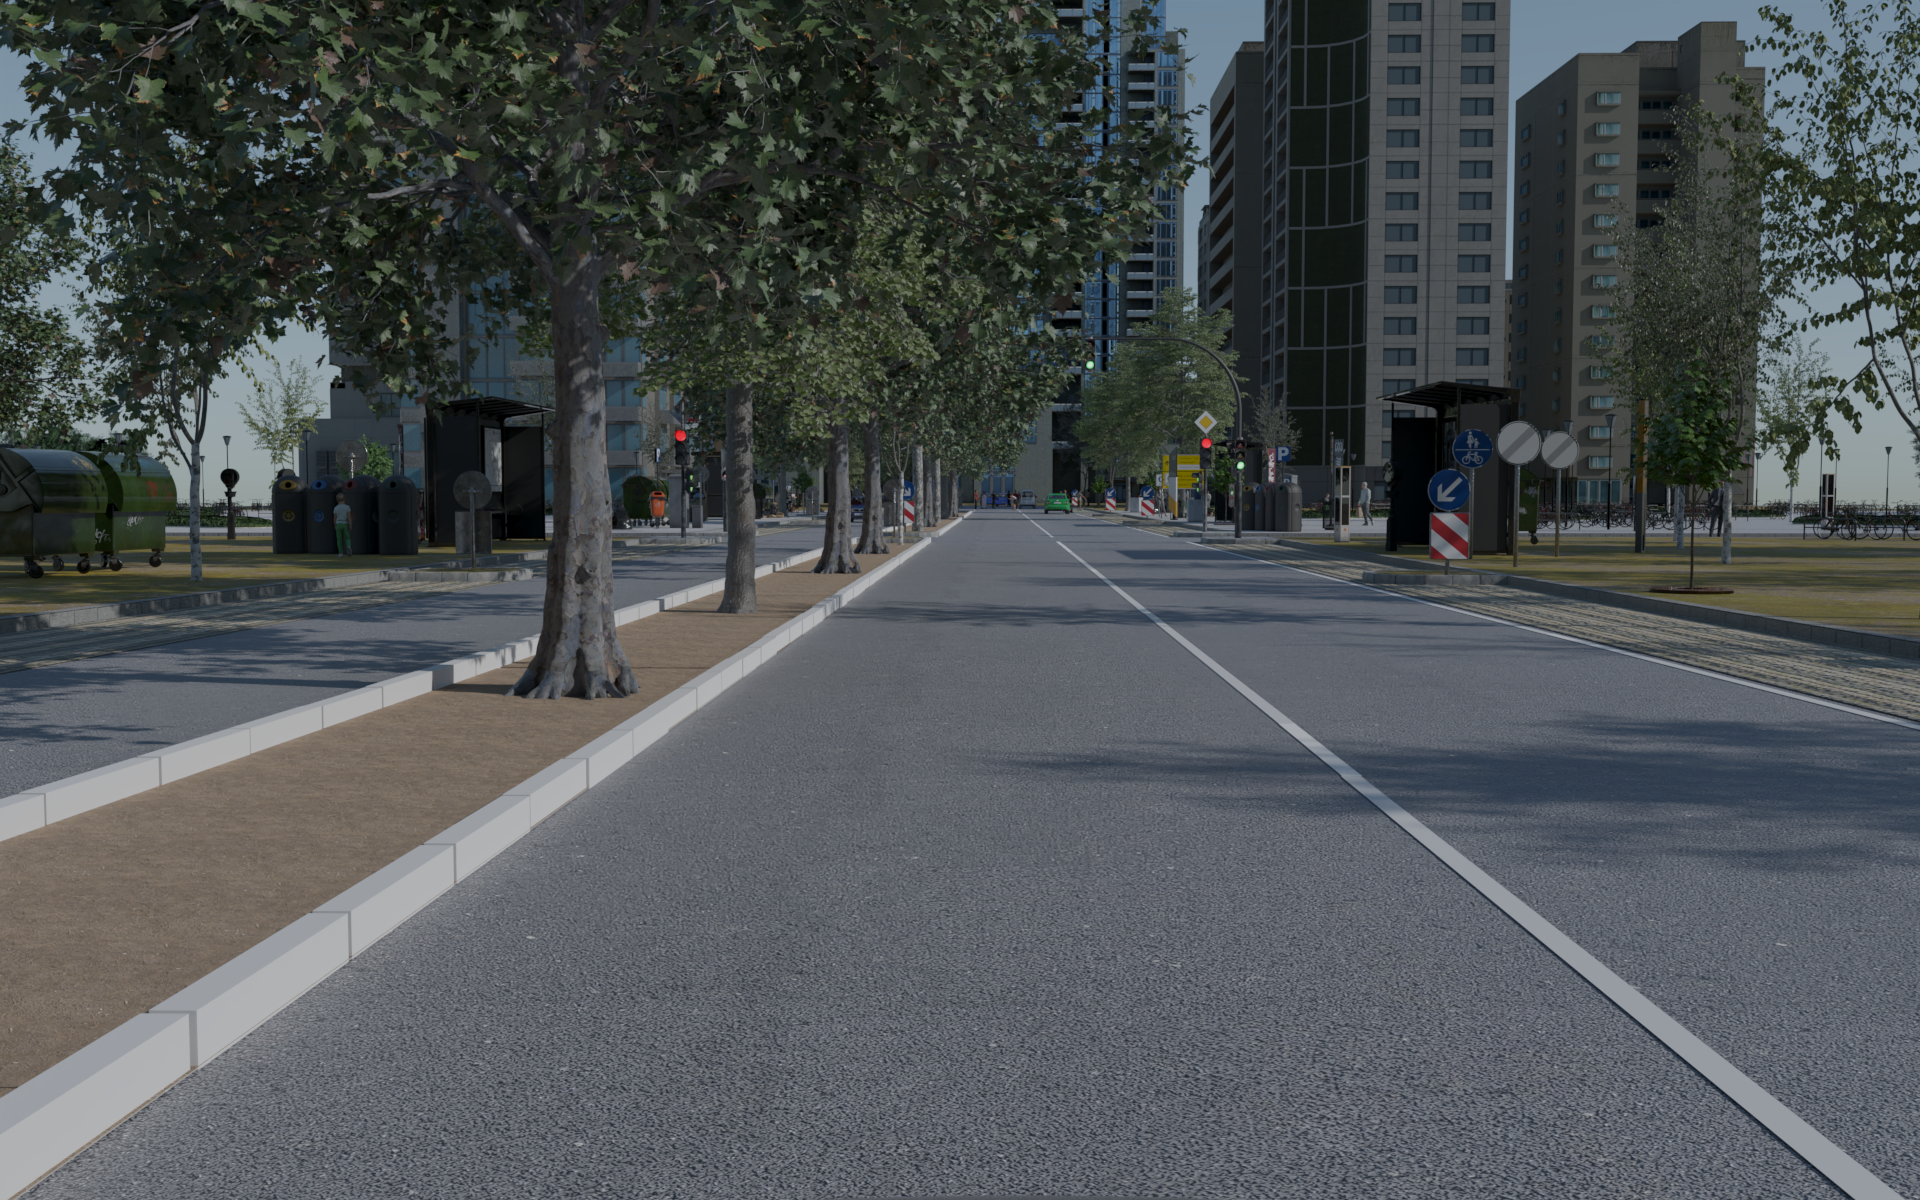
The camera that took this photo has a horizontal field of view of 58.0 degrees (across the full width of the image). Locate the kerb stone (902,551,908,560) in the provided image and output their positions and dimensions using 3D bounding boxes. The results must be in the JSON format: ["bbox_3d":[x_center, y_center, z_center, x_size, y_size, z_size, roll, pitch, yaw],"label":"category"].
[{"bbox_3d":[-1.248,-0.882,36.628,0.120,0.150,1.000,0,4,1],"label":"kerb stone"}]

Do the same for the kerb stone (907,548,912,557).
[{"bbox_3d":[-1.206,-1.009,38.688,0.120,0.150,1.000,0,4,1],"label":"kerb stone"}]

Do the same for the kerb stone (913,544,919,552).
[{"bbox_3d":[-1.134,-1.197,41.766,0.120,0.150,1.000,0,4,1],"label":"kerb stone"}]

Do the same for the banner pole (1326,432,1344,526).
[{"bbox_3d":[15.089,-4.869,69.624,0.401,3.779,0.863,-3,4,-38],"label":"banner pole"}]

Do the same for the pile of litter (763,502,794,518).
[{"bbox_3d":[-10.008,-4.865,93.507,1.719,0.858,1.176,0,4,3],"label":"pile of litter"}]

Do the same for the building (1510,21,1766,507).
[{"bbox_3d":[72.152,-34.227,183.308,21.600,48.544,21.300,0,4,1],"label":"building"}]

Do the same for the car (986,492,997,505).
[{"bbox_3d":[3.641,-11.973,205.352,1.945,1.707,3.694,0,4,2],"label":"car"}]

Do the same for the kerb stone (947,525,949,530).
[{"bbox_3d":[-0.589,-2.726,66.840,0.120,0.150,1.000,0,4,1],"label":"kerb stone"}]

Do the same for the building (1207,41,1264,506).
[{"bbox_3d":[38.183,-34.199,182.859,21.300,48.544,21.600,0,4,1],"label":"building"}]

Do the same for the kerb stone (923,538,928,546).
[{"bbox_3d":[-1.016,-1.510,46.886,0.120,0.150,1.000,0,4,1],"label":"kerb stone"}]

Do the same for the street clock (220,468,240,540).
[{"bbox_3d":[-20.548,-2.705,48.794,0.471,2.002,0.358,-1,4,-8],"label":"street clock"}]

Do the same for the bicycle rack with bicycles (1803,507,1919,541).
[{"bbox_3d":[25.060,-2.154,48.607,2.852,0.926,2.925,-1,4,-19],"label":"bicycle rack with bicycles"}]

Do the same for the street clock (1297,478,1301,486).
[{"bbox_3d":[14.855,-4.421,76.859,0.471,2.002,0.358,0,4,-5],"label":"street clock"}]

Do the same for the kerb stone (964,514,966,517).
[{"bbox_3d":[0.113,-4.674,98.617,0.120,0.150,1.000,0,4,1],"label":"kerb stone"}]

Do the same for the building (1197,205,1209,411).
[{"bbox_3d":[40.086,-33.836,236.811,14.086,41.232,14.154,0,4,1],"label":"building"}]

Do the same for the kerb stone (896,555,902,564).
[{"bbox_3d":[-1.298,-0.757,34.565,0.120,0.150,1.000,0,4,1],"label":"kerb stone"}]

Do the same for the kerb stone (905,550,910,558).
[{"bbox_3d":[-1.228,-0.943,37.650,0.120,0.150,1.000,0,4,1],"label":"kerb stone"}]

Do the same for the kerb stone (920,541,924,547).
[{"bbox_3d":[-1.067,-1.385,44.840,0.120,0.150,1.000,0,4,1],"label":"kerb stone"}]

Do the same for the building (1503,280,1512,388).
[{"bbox_3d":[76.002,-28.427,236.482,14.107,30.474,14.160,0,4,1],"label":"building"}]

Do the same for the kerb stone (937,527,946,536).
[{"bbox_3d":[-0.677,-2.477,62.733,0.120,0.150,1.000,0,4,1],"label":"kerb stone"}]

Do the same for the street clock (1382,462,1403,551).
[{"bbox_3d":[9.668,-2.091,38.765,0.358,2.002,0.471,-1,4,-18],"label":"street clock"}]

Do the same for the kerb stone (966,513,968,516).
[{"bbox_3d":[0.251,-5.050,104.754,0.120,0.150,1.000,0,4,1],"label":"kerb stone"}]

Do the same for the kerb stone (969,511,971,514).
[{"bbox_3d":[0.500,-5.739,116.021,0.120,0.150,1.000,0,4,1],"label":"kerb stone"}]

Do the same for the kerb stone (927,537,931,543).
[{"bbox_3d":[-0.981,-1.635,48.929,0.120,0.150,1.000,0,4,1],"label":"kerb stone"}]

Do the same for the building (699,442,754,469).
[{"bbox_3d":[-36.246,-35.991,238.569,14.200,45.320,14.600,0,4,1],"label":"building"}]

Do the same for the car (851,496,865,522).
[{"bbox_3d":[-4.947,-4.631,88.296,1.945,1.354,3.894,0,4,2],"label":"car"}]

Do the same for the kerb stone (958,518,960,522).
[{"bbox_3d":[-0.202,-3.797,84.273,0.120,0.150,1.000,0,4,1],"label":"kerb stone"}]

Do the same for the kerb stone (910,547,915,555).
[{"bbox_3d":[-1.177,-1.070,39.711,0.120,0.150,1.000,0,4,1],"label":"kerb stone"}]

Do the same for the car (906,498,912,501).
[{"bbox_3d":[-2.896,-6.987,123.038,1.959,1.807,4.718,0,4,-1],"label":"car"}]

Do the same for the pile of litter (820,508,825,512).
[{"bbox_3d":[-10.089,-6.649,122.679,1.176,0.858,1.719,1,4,21],"label":"pile of litter"}]

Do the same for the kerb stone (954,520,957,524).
[{"bbox_3d":[-0.330,-3.418,78.125,0.120,0.150,1.000,0,4,1],"label":"kerb stone"}]

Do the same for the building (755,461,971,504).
[{"bbox_3d":[-13.546,-56.728,240.181,31.000,86.520,22.319,0,4,1],"label":"building"}]

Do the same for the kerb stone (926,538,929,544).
[{"bbox_3d":[-1.001,-1.566,47.908,0.120,0.150,1.000,0,4,1],"label":"kerb stone"}]

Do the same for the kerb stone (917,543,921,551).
[{"bbox_3d":[-1.108,-1.260,42.795,0.120,0.150,1.000,0,4,1],"label":"kerb stone"}]

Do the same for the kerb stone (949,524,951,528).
[{"bbox_3d":[-0.537,-2.856,68.883,0.120,0.150,1.000,0,4,1],"label":"kerb stone"}]

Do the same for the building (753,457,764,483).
[{"bbox_3d":[-28.904,-25.549,189.427,14.107,30.474,14.160,0,4,1],"label":"building"}]

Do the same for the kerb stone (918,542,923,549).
[{"bbox_3d":[-1.086,-1.322,43.817,0.120,0.150,1.000,0,4,1],"label":"kerb stone"}]

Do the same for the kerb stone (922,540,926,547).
[{"bbox_3d":[-1.044,-1.447,45.864,0.120,0.150,1.000,0,4,1],"label":"kerb stone"}]

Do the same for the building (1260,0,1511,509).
[{"bbox_3d":[37.766,-44.211,161.106,20.563,71.187,20.611,0,4,1],"label":"building"}]

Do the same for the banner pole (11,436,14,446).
[{"bbox_3d":[-27.978,-3.743,51.214,0.401,3.779,0.863,-2,4,-30],"label":"banner pole"}]

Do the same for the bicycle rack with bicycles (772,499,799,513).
[{"bbox_3d":[-12.257,-6.350,117.211,2.852,0.926,2.925,-1,4,-15],"label":"bicycle rack with bicycles"}]

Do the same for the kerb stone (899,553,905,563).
[{"bbox_3d":[-1.264,-0.813,35.600,0.120,0.150,1.000,0,4,1],"label":"kerb stone"}]

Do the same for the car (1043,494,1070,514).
[{"bbox_3d":[6.987,-7.115,125.127,1.959,1.807,4.718,0,4,2],"label":"car"}]

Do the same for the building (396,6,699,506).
[{"bbox_3d":[-34.469,-32.413,149.567,23.786,49.044,30.456,0,4,1],"label":"building"}]

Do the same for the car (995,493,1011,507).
[{"bbox_3d":[5.009,-11.516,197.875,1.945,1.707,3.694,0,4,2],"label":"car"}]

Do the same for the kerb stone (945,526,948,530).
[{"bbox_3d":[-0.630,-2.604,64.786,0.120,0.150,1.000,0,4,1],"label":"kerb stone"}]

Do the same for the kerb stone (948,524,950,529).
[{"bbox_3d":[-0.561,-2.793,67.861,0.120,0.150,1.000,0,4,1],"label":"kerb stone"}]

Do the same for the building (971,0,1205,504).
[{"bbox_3d":[17.613,-56.740,240.363,31.000,86.520,22.319,0,4,1],"label":"building"}]

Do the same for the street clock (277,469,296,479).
[{"bbox_3d":[-19.166,-2.738,49.338,0.358,2.002,0.471,2,4,31],"label":"street clock"}]

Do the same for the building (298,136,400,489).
[{"bbox_3d":[-50.515,-36.211,181.294,27.495,52.752,28.713,0,4,1],"label":"building"}]

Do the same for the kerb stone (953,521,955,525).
[{"bbox_3d":[-0.398,-3.233,75.051,0.120,0.150,1.000,0,4,1],"label":"kerb stone"}]

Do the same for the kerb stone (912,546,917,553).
[{"bbox_3d":[-1.158,-1.129,40.741,0.120,0.150,1.000,0,4,1],"label":"kerb stone"}]
